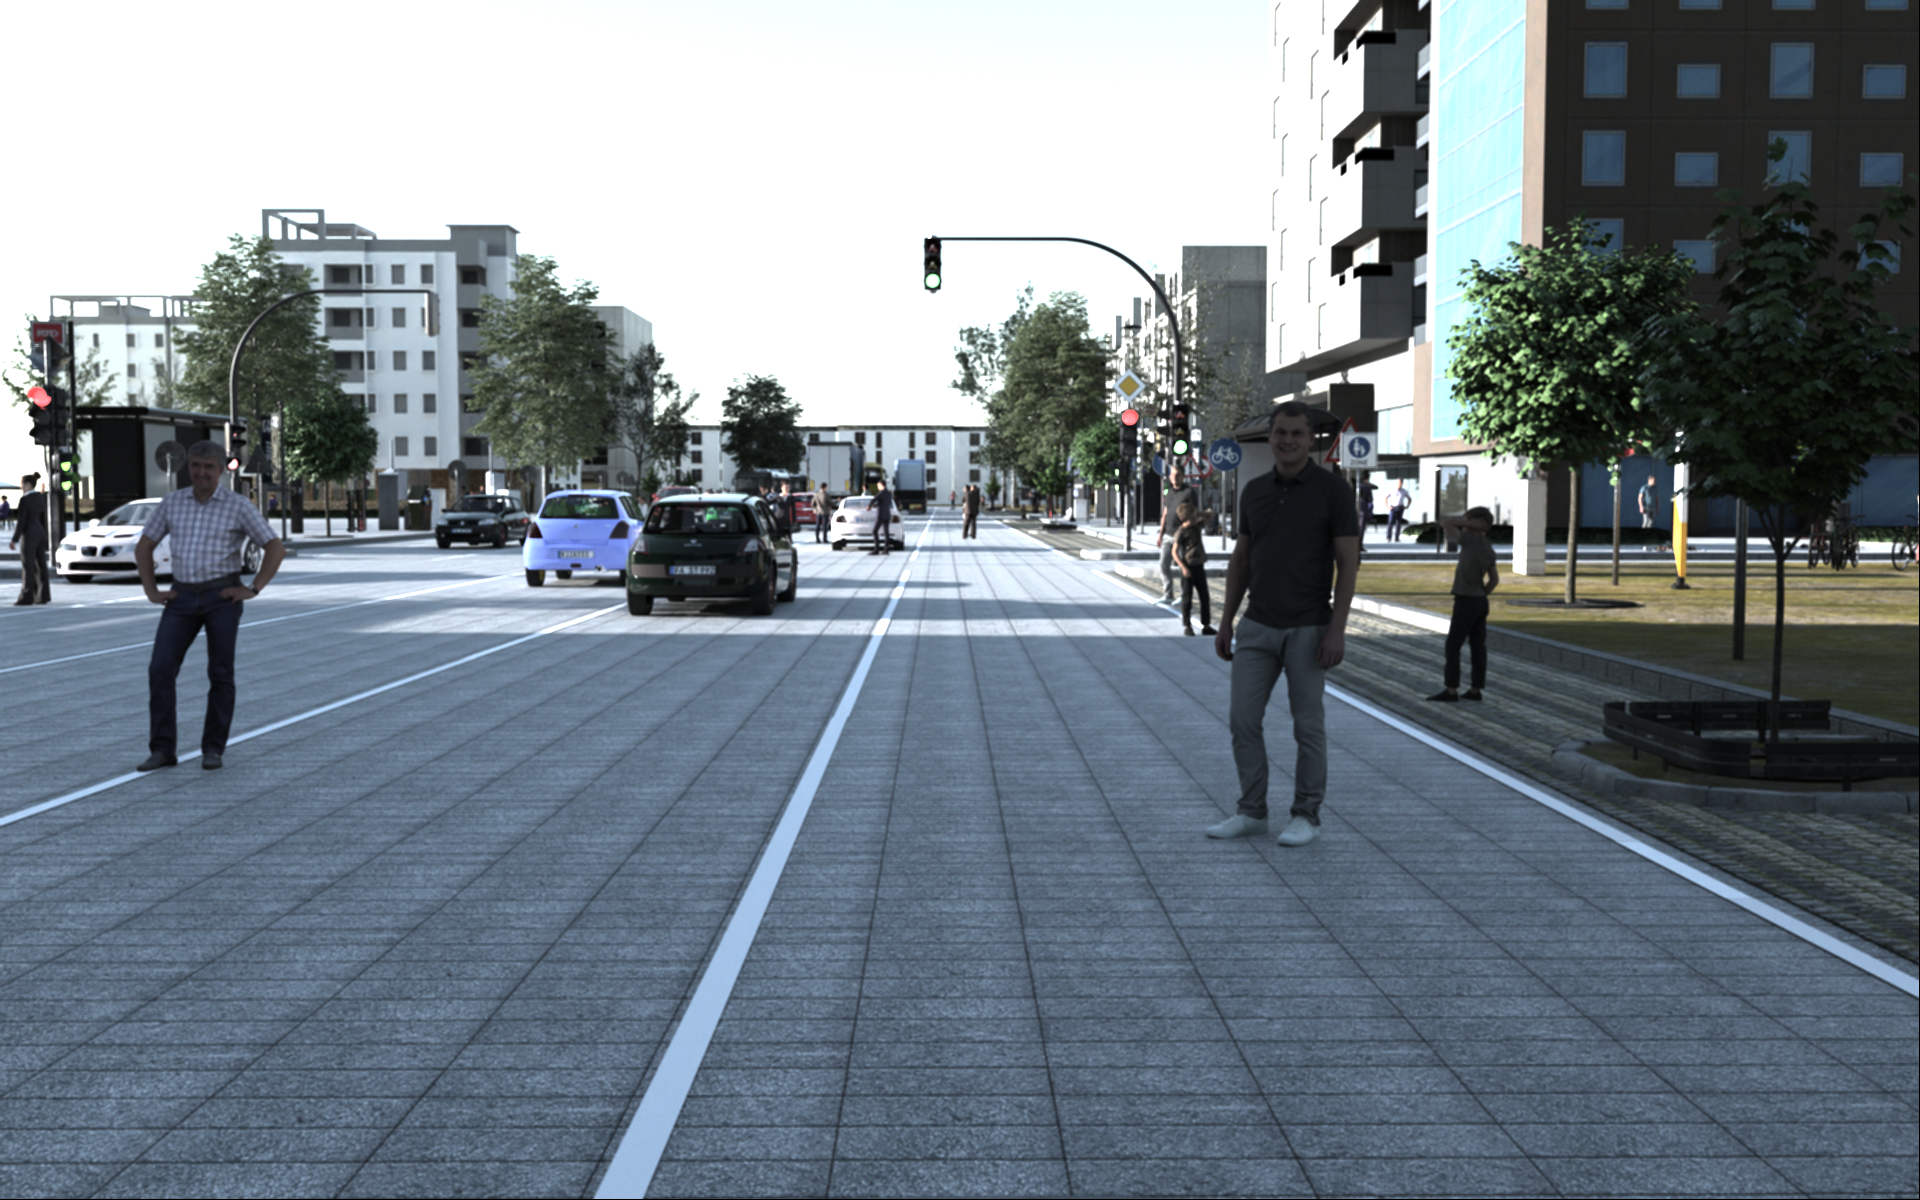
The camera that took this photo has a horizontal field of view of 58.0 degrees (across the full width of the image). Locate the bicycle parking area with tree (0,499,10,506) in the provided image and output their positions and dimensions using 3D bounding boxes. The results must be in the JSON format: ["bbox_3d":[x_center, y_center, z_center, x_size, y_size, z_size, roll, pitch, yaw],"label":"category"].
[{"bbox_3d":[-64.697,-7.453,108.855,8.231,4.147,9.016,0,4,-3],"label":"bicycle parking area with tree"}]

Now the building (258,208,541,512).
[{"bbox_3d":[-38.067,-16.086,119.433,16.016,20.091,11.380,0,4,-1],"label":"building"}]

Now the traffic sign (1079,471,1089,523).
[{"bbox_3d":[5.633,-4.668,76.422,0.768,2.556,0.104,0,4,4],"label":"traffic sign"}]

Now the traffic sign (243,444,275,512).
[{"bbox_3d":[-18.106,-2.735,44.717,0.884,2.594,0.081,1,4,9],"label":"traffic sign"}]

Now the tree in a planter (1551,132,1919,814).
[{"bbox_3d":[4.096,-0.696,8.607,1.991,3.239,1.994,0,4,-1],"label":"tree in a planter"}]

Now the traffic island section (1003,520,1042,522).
[{"bbox_3d":[3.266,-4.137,90.500,1.991,0.108,1.994,0,4,-1],"label":"traffic island section"}]

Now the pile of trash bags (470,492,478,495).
[{"bbox_3d":[-20.997,-4.029,75.621,1.912,1.369,3.447,-2,4,-26],"label":"pile of trash bags"}]

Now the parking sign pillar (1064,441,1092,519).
[{"bbox_3d":[6.002,-6.080,87.879,1.447,3.967,1.447,-3,5,-41],"label":"parking sign pillar"}]

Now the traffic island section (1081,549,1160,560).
[{"bbox_3d":[3.790,-1.016,38.894,2.009,0.180,2.903,0,4,-1],"label":"traffic island section"}]

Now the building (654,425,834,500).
[{"bbox_3d":[-29.179,-16.616,213.816,28.070,9.664,9.099,0,4,-1],"label":"building"}]

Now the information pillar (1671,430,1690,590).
[{"bbox_3d":[9.769,-1.961,23.414,0.183,3.616,0.504,1,4,12],"label":"information pillar"}]

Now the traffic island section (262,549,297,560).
[{"bbox_3d":[-16.150,-1.004,38.697,2.009,0.180,2.903,0,4,-1],"label":"traffic island section"}]

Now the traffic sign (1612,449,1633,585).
[{"bbox_3d":[9.210,-1.477,24.260,0.768,2.556,0.104,0,4,1],"label":"traffic sign"}]

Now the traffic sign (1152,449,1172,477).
[{"bbox_3d":[5.849,-3.005,49.244,0.768,2.556,0.104,0,4,6],"label":"traffic sign"}]

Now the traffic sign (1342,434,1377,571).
[{"bbox_3d":[6.644,-1.637,28.899,0.606,2.300,0.079,0,4,2],"label":"traffic sign"}]

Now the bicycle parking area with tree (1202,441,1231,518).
[{"bbox_3d":[13.624,-6.714,96.776,9.016,4.147,8.231,1,4,16],"label":"bicycle parking area with tree"}]

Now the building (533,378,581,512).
[{"bbox_3d":[-34.965,-12.072,139.527,9.099,9.664,28.070,0,4,-1],"label":"building"}]

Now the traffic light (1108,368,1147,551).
[{"bbox_3d":[3.750,-3.049,38.780,0.839,4.253,0.868,0,4,-1],"label":"traffic light"}]

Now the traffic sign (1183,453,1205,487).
[{"bbox_3d":[7.298,-3.356,54.876,0.884,2.594,0.081,0,3,0],"label":"traffic sign"}]

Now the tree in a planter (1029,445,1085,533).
[{"bbox_3d":[3.536,-4.051,63.462,1.991,3.239,1.994,0,4,-1],"label":"tree in a planter"}]

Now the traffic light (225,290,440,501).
[{"bbox_3d":[-14.019,-3.911,38.619,4.771,5.953,1.251,0,4,-1],"label":"traffic light"}]

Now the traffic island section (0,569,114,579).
[{"bbox_3d":[-16.069,-0.516,30.713,2.009,0.180,2.903,0,4,-1],"label":"traffic island section"}]

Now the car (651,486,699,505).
[{"bbox_3d":[-13.900,-4.696,85.453,2.281,1.827,5.304,0,4,1],"label":"car"}]

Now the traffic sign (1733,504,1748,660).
[{"bbox_3d":[6.022,-0.808,13.323,0.768,2.556,0.104,0,4,2],"label":"traffic sign"}]

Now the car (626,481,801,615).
[{"bbox_3d":[-3.057,-0.738,21.850,2.009,1.686,4.222,0,4,0],"label":"car"}]

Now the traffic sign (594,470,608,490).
[{"bbox_3d":[-18.867,-5.566,91.111,0.768,2.556,0.104,0,4,7],"label":"traffic sign"}]

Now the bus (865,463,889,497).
[{"bbox_3d":[-7.114,-8.781,135.116,2.896,3.916,12.252,0,4,-1],"label":"bus"}]

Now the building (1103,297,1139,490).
[{"bbox_3d":[23.706,-18.189,163.846,16.747,18.905,31.486,0,4,-1],"label":"building"}]

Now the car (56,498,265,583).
[{"bbox_3d":[-13.528,-1.053,29.571,2.083,1.381,4.827,0,4,0],"label":"car"}]

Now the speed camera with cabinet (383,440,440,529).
[{"bbox_3d":[-20.216,-4.250,63.820,2.038,3.252,0.660,1,4,18],"label":"speed camera with cabinet"}]

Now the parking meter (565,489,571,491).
[{"bbox_3d":[-18.685,-4.550,82.804,0.372,1.533,0.369,0,3,0],"label":"parking meter"}]

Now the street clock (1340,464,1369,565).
[{"bbox_3d":[7.118,-1.633,31.277,0.471,2.002,0.358,-1,4,-20],"label":"street clock"}]

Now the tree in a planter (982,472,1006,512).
[{"bbox_3d":[2.754,-8.786,140.866,1.991,3.239,1.994,0,4,-1],"label":"tree in a planter"}]

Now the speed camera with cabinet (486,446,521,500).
[{"bbox_3d":[-18.746,-4.694,71.086,0.660,3.252,2.038,-3,5,-40],"label":"speed camera with cabinet"}]

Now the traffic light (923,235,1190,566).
[{"bbox_3d":[1.740,-3.423,30.633,4.771,5.953,1.251,0,4,-1],"label":"traffic light"}]

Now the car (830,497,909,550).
[{"bbox_3d":[-2.384,-2.023,45.444,2.083,1.381,4.827,0,4,-2],"label":"car"}]

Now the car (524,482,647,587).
[{"bbox_3d":[-5.928,-1.136,28.162,1.945,1.707,3.694,0,4,-3],"label":"car"}]

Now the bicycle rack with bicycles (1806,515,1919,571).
[{"bbox_3d":[15.525,-0.987,29.527,2.852,0.926,2.925,3,5,44],"label":"bicycle rack with bicycles"}]

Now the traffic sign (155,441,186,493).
[{"bbox_3d":[-18.817,-2.519,41.287,0.768,2.556,0.104,0,4,4],"label":"traffic sign"}]

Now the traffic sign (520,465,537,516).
[{"bbox_3d":[-18.854,-4.621,75.655,0.768,2.556,0.104,0,4,4],"label":"traffic sign"}]

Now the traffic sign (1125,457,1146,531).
[{"bbox_3d":[6.068,-3.664,60.006,0.768,2.556,0.104,0,4,0],"label":"traffic sign"}]

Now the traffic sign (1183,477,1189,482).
[{"bbox_3d":[7.922,-3.593,60.881,0.606,2.300,0.079,0,4,1],"label":"traffic sign"}]

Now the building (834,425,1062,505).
[{"bbox_3d":[-0.881,-16.622,213.920,28.070,9.664,9.099,0,4,-1],"label":"building"}]

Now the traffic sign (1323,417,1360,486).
[{"bbox_3d":[6.547,-1.782,29.146,0.884,2.594,0.081,0,4,2],"label":"traffic sign"}]

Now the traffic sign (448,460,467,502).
[{"bbox_3d":[-18.731,-3.940,64.527,0.768,2.556,0.104,1,4,9],"label":"traffic sign"}]

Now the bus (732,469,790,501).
[{"bbox_3d":[-14.041,-7.870,123.535,2.948,3.499,13.247,0,3,0],"label":"bus"}]

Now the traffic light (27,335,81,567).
[{"bbox_3d":[-16.029,-2.548,30.579,0.839,4.253,0.868,0,4,-1],"label":"traffic light"}]

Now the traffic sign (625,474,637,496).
[{"bbox_3d":[-21.100,-6.808,111.321,0.884,2.594,0.081,0,4,1],"label":"traffic sign"}]

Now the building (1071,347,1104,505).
[{"bbox_3d":[29.223,-21.468,217.461,31.486,18.905,16.747,0,4,-1],"label":"building"}]

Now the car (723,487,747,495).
[{"bbox_3d":[-9.673,-3.948,73.342,1.959,1.807,4.718,0,4,-2],"label":"car"}]

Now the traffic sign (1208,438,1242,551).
[{"bbox_3d":[6.006,-2.398,39.318,0.768,2.556,0.104,0,4,4],"label":"traffic sign"}]

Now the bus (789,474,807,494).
[{"bbox_3d":[-14.310,-9.833,155.637,2.948,3.499,13.247,0,4,-1],"label":"bus"}]

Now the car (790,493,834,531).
[{"bbox_3d":[-6.039,-3.671,69.067,2.155,1.783,4.494,0,4,0],"label":"car"}]

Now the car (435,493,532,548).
[{"bbox_3d":[-12.882,-2.272,46.940,2.009,1.686,4.222,0,4,1],"label":"car"}]

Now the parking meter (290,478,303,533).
[{"bbox_3d":[-21.646,-3.107,56.508,0.255,1.863,0.399,0,4,6],"label":"parking meter"}]

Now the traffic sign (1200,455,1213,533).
[{"bbox_3d":[7.946,-3.485,57.086,0.768,2.556,0.104,0,4,1],"label":"traffic sign"}]

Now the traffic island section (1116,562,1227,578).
[{"bbox_3d":[3.871,-0.528,30.909,2.009,0.180,2.903,0,4,-1],"label":"traffic island section"}]

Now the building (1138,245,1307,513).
[{"bbox_3d":[23.982,-16.227,131.773,16.747,18.905,31.486,0,4,-1],"label":"building"}]

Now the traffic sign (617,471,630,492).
[{"bbox_3d":[-18.775,-5.896,96.500,0.768,2.556,0.104,1,4,9],"label":"traffic sign"}]
